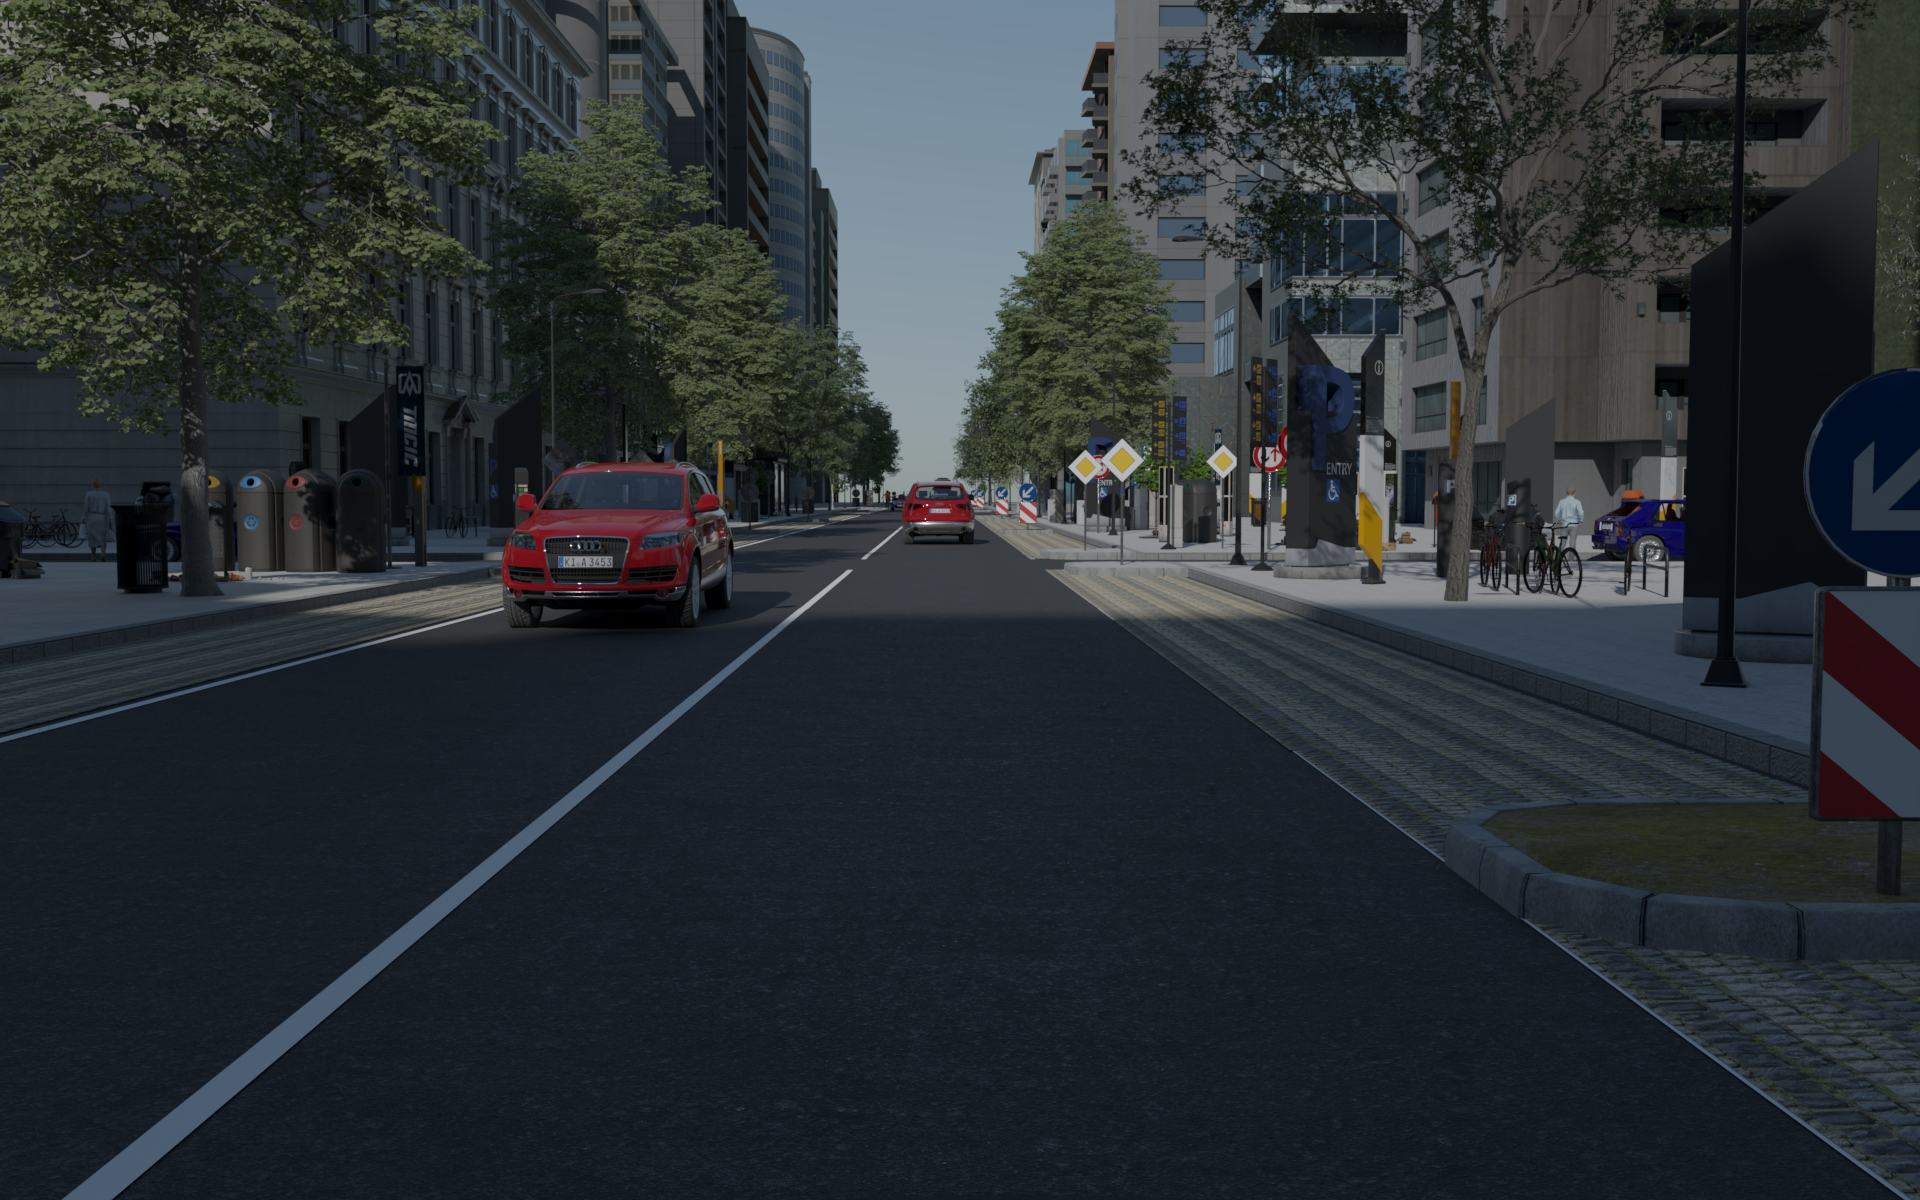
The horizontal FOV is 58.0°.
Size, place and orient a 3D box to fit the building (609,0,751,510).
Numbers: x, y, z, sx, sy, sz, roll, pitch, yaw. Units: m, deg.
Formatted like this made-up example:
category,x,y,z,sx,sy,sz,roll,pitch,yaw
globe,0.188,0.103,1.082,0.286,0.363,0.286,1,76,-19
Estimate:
category,x,y,z,sx,sy,sz,roll,pitch,yaw
building,-28.533,-43.412,148.041,20.563,71.187,20.611,0,4,-1

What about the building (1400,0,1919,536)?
category,x,y,z,sx,sy,sz,roll,pitch,yaw
building,23.051,-17.374,55.774,14.107,30.474,14.160,0,4,-1

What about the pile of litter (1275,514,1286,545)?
category,x,y,z,sx,sy,sz,roll,pitch,yaw
pile of litter,8.545,-1.805,43.473,1.176,0.858,1.719,0,4,-4

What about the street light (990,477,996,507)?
category,x,y,z,sx,sy,sz,roll,pitch,yaw
street light,3.238,-9.665,130.566,1.470,5.913,1.316,0,4,-1

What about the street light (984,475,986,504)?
category,x,y,z,sx,sy,sz,roll,pitch,yaw
street light,2.889,-12.093,170.268,1.470,5.913,1.316,0,4,-1

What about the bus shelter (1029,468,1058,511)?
category,x,y,z,sx,sy,sz,roll,pitch,yaw
bus shelter,5.357,-7.186,111.417,2.014,3.302,5.546,0,4,0

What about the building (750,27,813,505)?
category,x,y,z,sx,sy,sz,roll,pitch,yaw
building,-30.230,-41.393,218.767,21.231,58.520,28.212,0,4,-1

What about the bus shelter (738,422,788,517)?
category,x,y,z,sx,sy,sz,roll,pitch,yaw
bus shelter,-11.330,-7.429,99.089,2.179,5.291,8.768,0,4,-1

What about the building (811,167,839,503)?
category,x,y,z,sx,sy,sz,roll,pitch,yaw
building,-29.548,-38.891,259.572,21.300,48.544,21.600,0,4,-1

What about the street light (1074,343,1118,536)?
category,x,y,z,sx,sy,sz,roll,pitch,yaw
street light,4.213,-4.955,53.548,1.470,5.913,1.316,0,4,-1

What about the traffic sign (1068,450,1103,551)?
category,x,y,z,sx,sy,sz,roll,pitch,yaw
traffic sign,2.837,-2.176,39.221,0.795,2.450,0.064,0,4,-1

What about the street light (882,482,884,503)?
category,x,y,z,sx,sy,sz,roll,pitch,yaw
street light,-10.520,-15.037,218.391,1.470,5.913,1.316,0,4,-1

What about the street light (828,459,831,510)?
category,x,y,z,sx,sy,sz,roll,pitch,yaw
street light,-9.472,-8.774,115.989,1.470,5.913,1.316,0,4,-1

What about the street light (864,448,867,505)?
category,x,y,z,sx,sy,sz,roll,pitch,yaw
street light,-10.059,-12.443,175.979,1.470,5.913,1.316,0,4,-1

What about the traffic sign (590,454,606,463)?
category,x,y,z,sx,sy,sz,roll,pitch,yaw
traffic sign,-11.315,-3.334,54.610,0.768,2.556,0.104,0,4,2

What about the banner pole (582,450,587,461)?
category,x,y,z,sx,sy,sz,roll,pitch,yaw
banner pole,-15.839,-5.082,73.103,0.401,3.779,0.863,0,4,6

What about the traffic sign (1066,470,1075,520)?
category,x,y,z,sx,sy,sz,roll,pitch,yaw
traffic sign,5.532,-5.256,86.037,0.768,2.556,0.104,0,4,5

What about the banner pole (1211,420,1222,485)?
category,x,y,z,sx,sy,sz,roll,pitch,yaw
banner pole,8.669,-4.205,58.773,0.401,3.779,0.863,-1,4,-21

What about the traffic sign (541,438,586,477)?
category,x,y,z,sx,sy,sz,roll,pitch,yaw
traffic sign,-7.125,-1.683,31.154,0.795,2.450,0.064,0,4,-1

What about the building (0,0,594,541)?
category,x,y,z,sx,sy,sz,roll,pitch,yaw
building,-26.701,-17.828,67.901,17.030,29.872,44.131,0,4,-1

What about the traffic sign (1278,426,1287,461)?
category,x,y,z,sx,sy,sz,roll,pitch,yaw
traffic sign,5.933,-1.847,30.311,0.768,2.556,0.104,0,4,4

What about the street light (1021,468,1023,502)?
category,x,y,z,sx,sy,sz,roll,pitch,yaw
street light,3.730,-7.371,93.061,1.470,5.913,1.316,0,4,-1

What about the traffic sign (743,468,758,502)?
category,x,y,z,sx,sy,sz,roll,pitch,yaw
traffic sign,-10.318,-5.216,85.390,0.768,2.556,0.104,0,4,8

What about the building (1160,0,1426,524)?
category,x,y,z,sx,sy,sz,roll,pitch,yaw
building,23.236,-47.405,87.742,22.319,86.520,31.000,0,4,-1

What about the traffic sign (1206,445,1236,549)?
category,x,y,z,sx,sy,sz,roll,pitch,yaw
traffic sign,6.152,-2.406,40.528,0.795,2.450,0.064,0,4,4

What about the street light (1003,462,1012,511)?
category,x,y,z,sx,sy,sz,roll,pitch,yaw
street light,3.545,-8.618,113.445,1.470,5.913,1.316,0,4,-1

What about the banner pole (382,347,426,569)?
category,x,y,z,sx,sy,sz,roll,pitch,yaw
banner pole,-9.580,-2.428,29.721,0.863,3.779,0.401,-1,4,-10

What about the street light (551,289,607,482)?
category,x,y,z,sx,sy,sz,roll,pitch,yaw
street light,-8.694,-4.088,39.381,1.470,5.913,1.316,0,4,-1

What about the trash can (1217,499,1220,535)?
category,x,y,z,sx,sy,sz,roll,pitch,yaw
trash can,8.238,-2.639,54.798,0.748,1.137,0.748,0,3,0

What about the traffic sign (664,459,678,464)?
category,x,y,z,sx,sy,sz,roll,pitch,yaw
traffic sign,-10.528,-3.862,63.253,0.768,2.556,0.104,0,4,5

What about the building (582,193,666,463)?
category,x,y,z,sx,sy,sz,roll,pitch,yaw
building,-23.298,-14.393,99.956,10.561,19.102,19.286,0,4,-1

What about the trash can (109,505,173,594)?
category,x,y,z,sx,sy,sz,roll,pitch,yaw
trash can,-10.612,-0.662,22.472,0.748,1.137,0.748,0,3,0

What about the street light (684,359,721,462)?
category,x,y,z,sx,sy,sz,roll,pitch,yaw
street light,-8.932,-5.332,59.712,1.470,5.913,1.316,0,4,-1

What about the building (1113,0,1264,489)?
category,x,y,z,sx,sy,sz,roll,pitch,yaw
building,22.870,-36.488,138.577,21.231,58.520,28.212,0,4,-1

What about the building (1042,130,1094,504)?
category,x,y,z,sx,sy,sz,roll,pitch,yaw
building,22.367,-37.286,229.238,23.786,49.044,30.456,0,4,-1

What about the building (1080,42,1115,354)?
category,x,y,z,sx,sy,sz,roll,pitch,yaw
building,23.140,-31.385,167.770,22.147,44.769,28.867,0,4,-1

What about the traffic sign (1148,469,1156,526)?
category,x,y,z,sx,sy,sz,roll,pitch,yaw
traffic sign,6.377,-3.371,56.307,0.795,2.450,0.064,0,4,2

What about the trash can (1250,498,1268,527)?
category,x,y,z,sx,sy,sz,roll,pitch,yaw
trash can,11.704,-3.436,67.825,0.748,1.137,0.748,0,3,0

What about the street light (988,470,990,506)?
category,x,y,z,sx,sy,sz,roll,pitch,yaw
street light,3.238,-10.885,150.513,1.470,5.913,1.316,0,4,-1

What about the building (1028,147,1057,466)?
category,x,y,z,sx,sy,sz,roll,pitch,yaw
building,25.147,-40.982,259.285,28.713,52.752,27.495,0,4,-1

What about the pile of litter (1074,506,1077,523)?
category,x,y,z,sx,sy,sz,roll,pitch,yaw
pile of litter,5.522,-3.788,75.897,1.176,0.858,1.719,2,4,25

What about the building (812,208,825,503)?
category,x,y,z,sx,sy,sz,roll,pitch,yaw
building,-26.428,-34.139,241.759,14.154,41.232,14.086,0,4,-1

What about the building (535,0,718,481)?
category,x,y,z,sx,sy,sz,roll,pitch,yaw
building,-34.423,-26.552,126.011,32.217,40.220,23.993,0,4,-1

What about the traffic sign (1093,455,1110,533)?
category,x,y,z,sx,sy,sz,roll,pitch,yaw
traffic sign,4.532,-3.461,56.698,0.768,2.556,0.104,0,4,3

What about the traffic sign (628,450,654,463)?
category,x,y,z,sx,sy,sz,roll,pitch,yaw
traffic sign,-7.207,-2.171,39.139,0.795,2.450,0.064,0,4,-1

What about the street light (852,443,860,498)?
category,x,y,z,sx,sy,sz,roll,pitch,yaw
street light,-9.827,-11.212,155.859,1.470,5.913,1.316,0,4,-1

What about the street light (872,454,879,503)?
category,x,y,z,sx,sy,sz,roll,pitch,yaw
street light,-10.325,-13.828,198.635,1.470,5.913,1.316,0,4,-1

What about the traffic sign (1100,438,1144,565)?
category,x,y,z,sx,sy,sz,roll,pitch,yaw
traffic sign,2.919,-1.688,31.237,0.795,2.450,0.064,0,4,-1

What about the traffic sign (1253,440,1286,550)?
category,x,y,z,sx,sy,sz,roll,pitch,yaw
traffic sign,7.102,-2.425,39.751,0.768,2.556,0.104,0,4,5

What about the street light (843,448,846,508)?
category,x,y,z,sx,sy,sz,roll,pitch,yaw
street light,-9.728,-10.004,136.101,1.470,5.913,1.316,0,4,-1

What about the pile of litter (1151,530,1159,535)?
category,x,y,z,sx,sy,sz,roll,pitch,yaw
pile of litter,6.507,-2.425,53.618,1.176,0.858,1.719,0,4,6

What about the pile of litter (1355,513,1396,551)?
category,x,y,z,sx,sy,sz,roll,pitch,yaw
pile of litter,9.435,-1.579,39.780,1.176,0.858,1.719,0,4,8

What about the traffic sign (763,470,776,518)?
category,x,y,z,sx,sy,sz,roll,pitch,yaw
traffic sign,-10.053,-5.560,91.008,0.768,2.556,0.104,0,4,4

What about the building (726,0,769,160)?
category,x,y,z,sx,sy,sz,roll,pitch,yaw
building,-30.391,-33.442,170.480,21.300,48.544,21.600,0,4,-1

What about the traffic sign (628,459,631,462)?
category,x,y,z,sx,sy,sz,roll,pitch,yaw
traffic sign,-11.835,-3.818,62.530,0.768,2.556,0.104,0,4,5

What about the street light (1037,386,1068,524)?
category,x,y,z,sx,sy,sz,roll,pitch,yaw
street light,3.894,-6.163,73.304,1.470,5.913,1.316,0,4,-1
